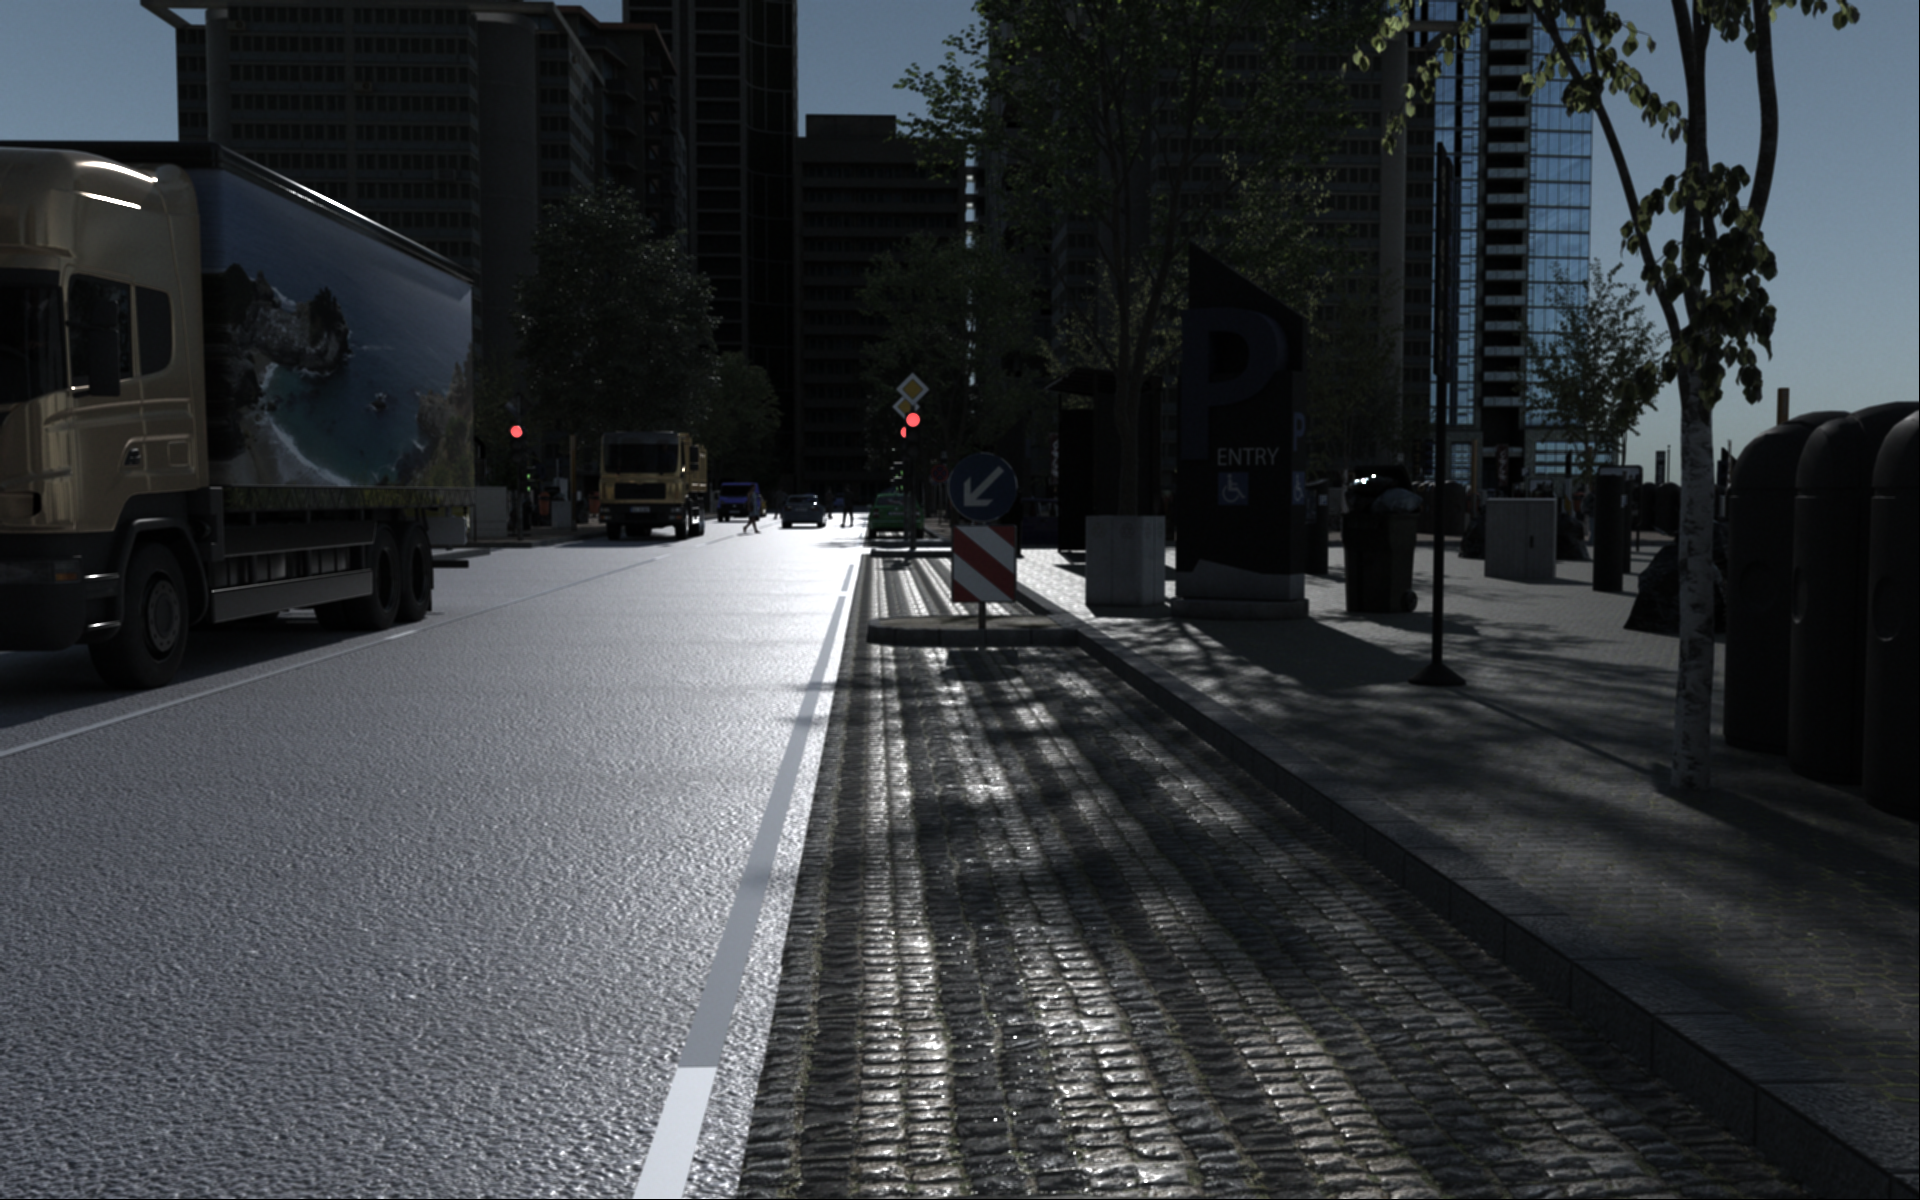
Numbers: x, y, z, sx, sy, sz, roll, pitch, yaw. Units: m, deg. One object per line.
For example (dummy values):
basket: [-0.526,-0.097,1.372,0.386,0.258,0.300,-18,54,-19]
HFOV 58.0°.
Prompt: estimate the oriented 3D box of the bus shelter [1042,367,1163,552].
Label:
bus shelter: [2.815,-2.679,35.093,1.731,3.624,6.357,0,4,-3]

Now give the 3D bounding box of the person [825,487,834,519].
person: [-7.495,-5.563,99.422,0.622,1.834,0.822,2,4,28]

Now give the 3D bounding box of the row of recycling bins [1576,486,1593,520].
row of recycling bins: [30.944,-4.687,83.737,1.069,1.692,3.534,-1,4,-11]

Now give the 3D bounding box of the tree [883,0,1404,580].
tree: [2.546,-6.104,25.554,9.928,11.665,9.643,0,3,0]

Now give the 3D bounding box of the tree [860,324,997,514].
tree: [-2.009,-12.057,114.141,9.611,12.733,9.660,0,3,0]

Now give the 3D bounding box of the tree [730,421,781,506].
tree: [-18.960,-12.524,155.122,4.360,8.622,3.978,0,3,0]

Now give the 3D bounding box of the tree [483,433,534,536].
tree: [-13.665,-3.574,53.033,1.663,3.219,1.824,0,3,0]

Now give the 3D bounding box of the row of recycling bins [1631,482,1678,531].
row of recycling bins: [24.391,-3.257,60.372,1.069,1.692,3.534,-2,4,-30]

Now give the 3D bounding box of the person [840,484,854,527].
person: [-4.942,-4.129,75.778,0.659,1.850,0.755,-3,4,-38]

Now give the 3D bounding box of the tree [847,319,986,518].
tree: [-2.002,-9.658,92.316,7.601,10.594,8.767,1,4,20]

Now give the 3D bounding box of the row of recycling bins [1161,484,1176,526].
row of recycling bins: [8.193,-3.919,71.192,1.069,1.692,3.534,-1,4,-14]

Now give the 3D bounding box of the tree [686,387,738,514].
tree: [-16.656,-10.009,114.002,4.737,8.622,4.395,0,3,0]

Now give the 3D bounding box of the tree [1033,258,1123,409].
tree: [4.649,-6.225,52.149,4.360,8.622,3.978,0,3,0]

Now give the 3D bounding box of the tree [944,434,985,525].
tree: [0.442,-3.743,55.797,1.663,3.219,1.824,0,3,0]

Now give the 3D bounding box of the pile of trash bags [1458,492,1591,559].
pile of trash bags: [11.869,-1.526,34.700,3.447,1.369,1.912,-1,4,-18]

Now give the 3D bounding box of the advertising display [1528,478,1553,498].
advertising display: [23.742,-4.014,70.842,0.974,1.923,0.123,1,4,8]

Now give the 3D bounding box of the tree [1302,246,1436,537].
tree: [11.280,-6.187,51.519,4.737,8.622,4.395,0,3,0]

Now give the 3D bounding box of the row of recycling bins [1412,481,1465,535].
row of recycling bins: [15.381,-2.952,55.380,1.069,1.692,3.534,0,4,2]

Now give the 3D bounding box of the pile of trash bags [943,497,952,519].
pile of trash bags: [-0.007,-4.834,88.781,1.912,1.369,3.447,1,4,12]

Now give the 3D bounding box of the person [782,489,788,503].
person: [-12.988,-7.310,128.007,1.348,1.826,0.705,3,4,37]

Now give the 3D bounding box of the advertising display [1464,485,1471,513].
advertising display: [34.784,-6.936,118.624,0.123,1.923,0.974,3,4,38]

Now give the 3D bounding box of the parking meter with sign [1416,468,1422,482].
parking meter with sign: [29.776,-7.229,114.463,0.543,3.016,1.738,-2,4,-26]

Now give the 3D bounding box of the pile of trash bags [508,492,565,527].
pile of trash bags: [-16.809,-3.611,68.795,1.912,1.369,3.447,-2,4,-26]

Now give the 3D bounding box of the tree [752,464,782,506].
tree: [-18.996,-11.326,168.891,4.285,4.588,4.351,0,3,0]

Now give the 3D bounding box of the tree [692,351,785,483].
tree: [-17.717,-13.412,137.415,7.486,12.596,7.792,0,3,0]

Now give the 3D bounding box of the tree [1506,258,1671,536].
tree: [19.131,-6.297,53.318,4.737,8.622,4.395,0,3,0]

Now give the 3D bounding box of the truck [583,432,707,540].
truck: [-9.907,-3.691,56.279,3.469,3.379,9.791,0,4,-3]

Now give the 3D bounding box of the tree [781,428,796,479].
tree: [-19.527,-14.215,182.772,4.360,8.622,3.978,0,3,0]

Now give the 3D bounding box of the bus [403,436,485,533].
bus: [-18.423,-3.178,43.513,12.252,3.916,2.896,0,4,-4]

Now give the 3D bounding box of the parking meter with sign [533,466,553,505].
parking meter with sign: [-25.342,-6.731,106.311,1.738,3.016,0.543,0,4,2]

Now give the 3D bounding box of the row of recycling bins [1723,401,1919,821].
row of recycling bins: [4.231,-0.015,7.351,1.069,1.692,3.534,0,4,3]

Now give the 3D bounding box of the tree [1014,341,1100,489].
tree: [5.022,-8.156,83.705,4.737,8.622,4.395,0,3,0]

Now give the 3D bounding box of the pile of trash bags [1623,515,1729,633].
pile of trash bags: [8.103,-0.429,16.767,3.447,1.369,1.912,-3,4,-37]

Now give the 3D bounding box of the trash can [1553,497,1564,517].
trash can: [26.829,-4.067,78.151,0.748,1.137,0.748,0,3,0]

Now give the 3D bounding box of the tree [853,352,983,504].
tree: [-3.410,-13.800,135.994,12.009,13.543,11.850,0,3,0]

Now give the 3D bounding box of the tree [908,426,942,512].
tree: [-2.591,-10.607,123.791,4.737,8.622,4.395,0,3,0]

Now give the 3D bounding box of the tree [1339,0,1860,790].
tree: [2.960,-3.483,7.317,4.360,8.622,3.978,0,3,0]

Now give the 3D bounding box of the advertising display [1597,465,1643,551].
advertising display: [14.822,-2.063,38.942,0.974,1.923,0.123,3,5,40]

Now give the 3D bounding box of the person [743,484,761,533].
person: [-7.622,-3.340,63.205,0.778,1.811,0.616,2,4,27]

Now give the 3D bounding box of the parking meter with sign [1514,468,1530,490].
parking meter with sign: [36.919,-7.223,114.355,0.543,3.016,1.738,3,5,45]

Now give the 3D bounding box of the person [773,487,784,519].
person: [-10.576,-5.676,101.113,0.655,1.846,0.447,-1,4,-11]

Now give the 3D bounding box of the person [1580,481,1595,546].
person: [16.486,-2.210,44.975,0.721,1.781,0.623,3,5,42]

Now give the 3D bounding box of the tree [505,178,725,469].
tree: [-13.752,-10.004,70.226,9.857,13.997,8.962,0,3,0]

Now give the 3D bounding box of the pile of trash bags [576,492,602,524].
pile of trash bags: [-16.730,-3.994,75.057,3.447,1.369,1.912,3,4,38]

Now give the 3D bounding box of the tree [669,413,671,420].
tree: [-17.191,-12.062,122.971,9.928,11.665,9.643,0,3,0]

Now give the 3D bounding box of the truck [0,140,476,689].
truck: [-7.138,-1.661,16.073,2.839,4.237,11.283,0,4,-1]

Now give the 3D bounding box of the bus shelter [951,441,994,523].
bus shelter: [0.577,-5.389,79.385,1.731,3.624,6.357,0,4,-3]
